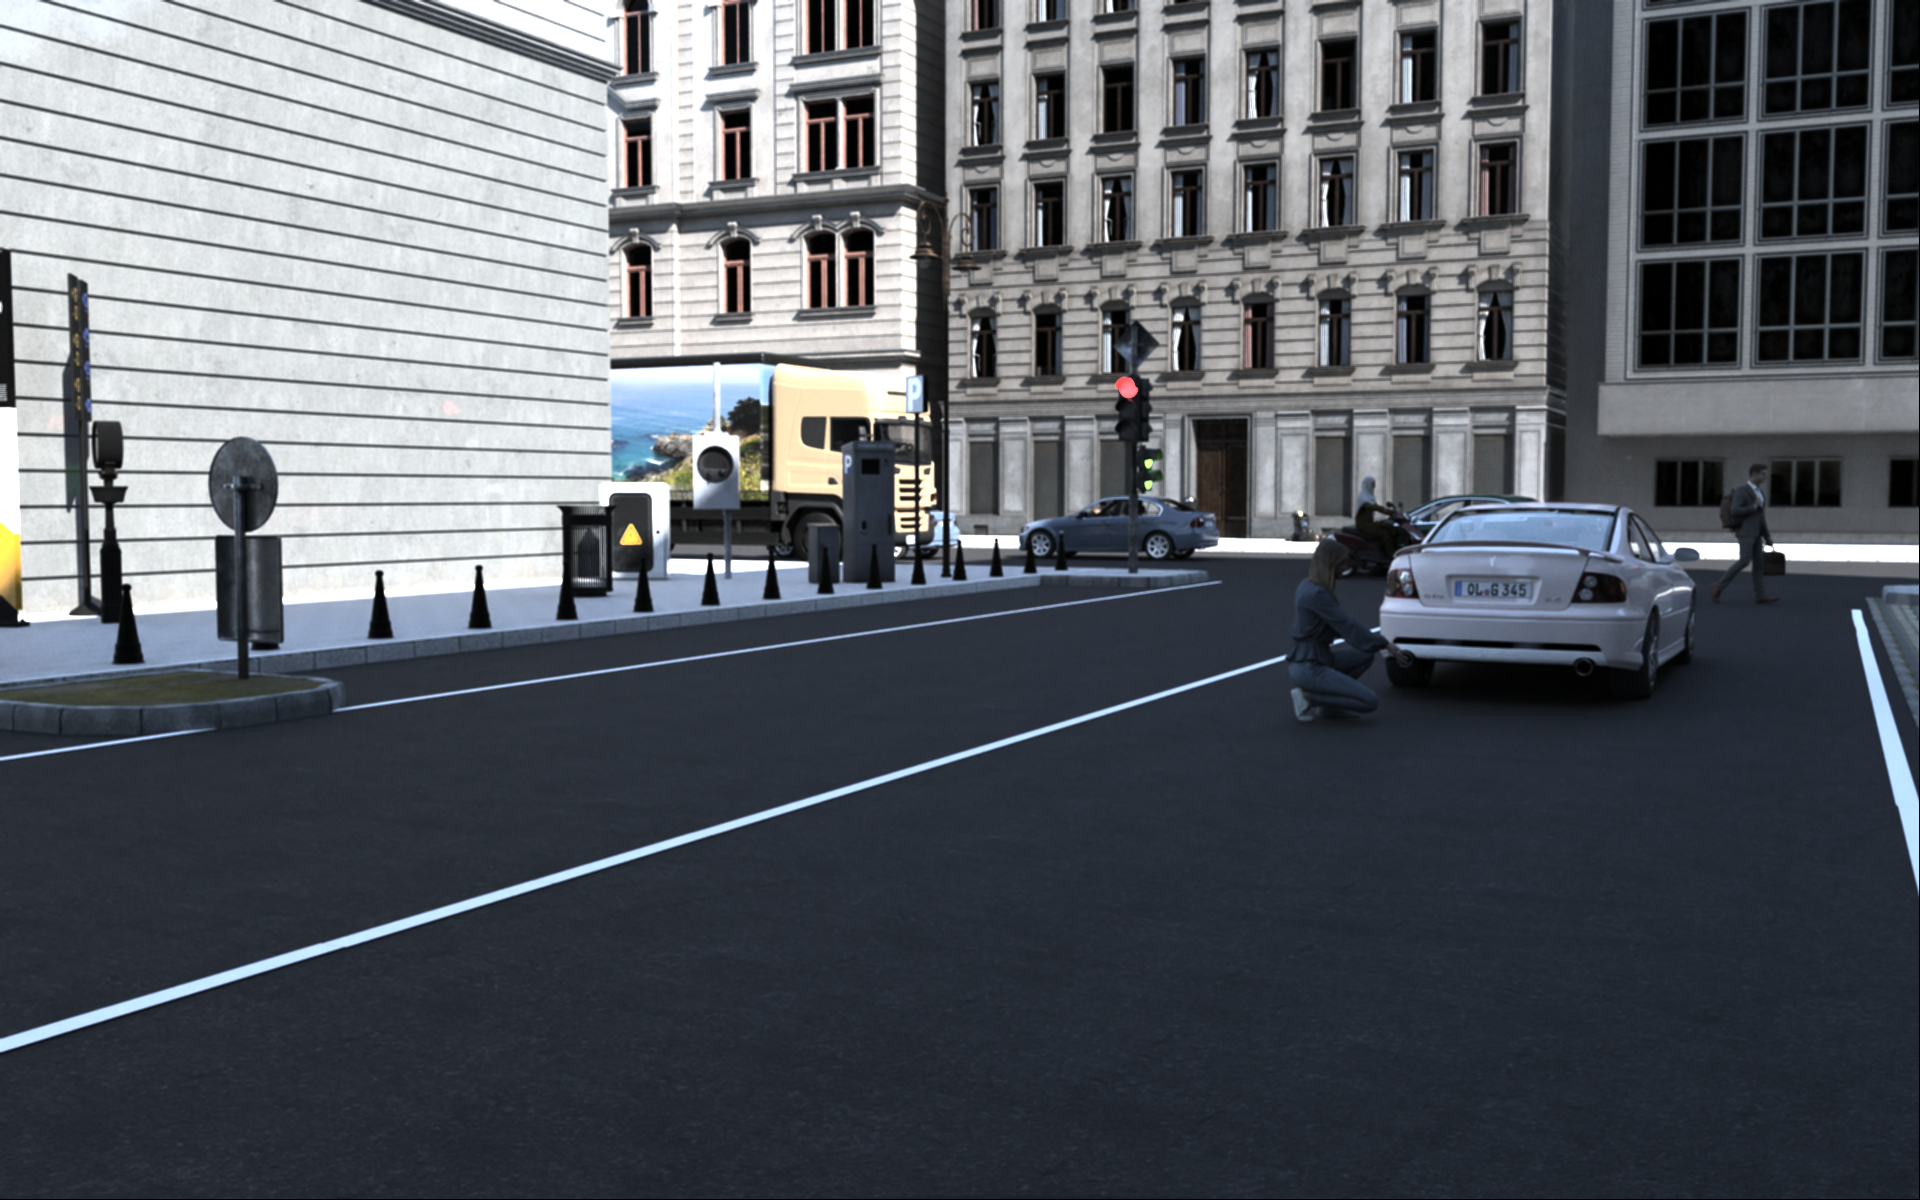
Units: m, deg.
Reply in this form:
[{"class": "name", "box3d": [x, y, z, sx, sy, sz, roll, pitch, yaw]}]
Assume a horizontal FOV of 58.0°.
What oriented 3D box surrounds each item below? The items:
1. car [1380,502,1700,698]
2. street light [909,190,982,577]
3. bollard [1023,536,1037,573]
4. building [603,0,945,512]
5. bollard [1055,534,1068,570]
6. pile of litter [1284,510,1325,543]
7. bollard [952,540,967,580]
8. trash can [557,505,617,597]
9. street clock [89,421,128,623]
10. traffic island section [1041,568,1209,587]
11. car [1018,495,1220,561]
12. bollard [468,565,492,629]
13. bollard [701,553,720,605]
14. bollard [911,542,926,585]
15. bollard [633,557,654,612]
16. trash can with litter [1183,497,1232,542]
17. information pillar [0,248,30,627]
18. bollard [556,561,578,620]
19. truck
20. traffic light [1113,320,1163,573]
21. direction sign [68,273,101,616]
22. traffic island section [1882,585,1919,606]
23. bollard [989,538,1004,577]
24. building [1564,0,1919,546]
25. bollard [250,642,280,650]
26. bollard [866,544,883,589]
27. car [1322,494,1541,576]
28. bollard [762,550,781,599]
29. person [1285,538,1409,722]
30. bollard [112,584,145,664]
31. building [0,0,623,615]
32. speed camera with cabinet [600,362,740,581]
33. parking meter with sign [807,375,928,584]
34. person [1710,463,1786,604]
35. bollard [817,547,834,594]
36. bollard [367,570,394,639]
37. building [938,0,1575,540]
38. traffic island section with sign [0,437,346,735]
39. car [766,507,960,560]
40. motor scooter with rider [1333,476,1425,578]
[{"class": "car", "box3d": [4.700, -0.086, 13.770, 2.083, 1.381, 4.827, 2, 4, 28]}, {"class": "street light", "box3d": [-0.211, -3.293, 26.623, 0.468, 5.910, 1.993, 2, 4, 26]}, {"class": "bollard", "box3d": [1.140, -0.737, 28.098, 0.229, 0.601, 0.229, 0, 3, 0]}, {"class": "building", "box3d": [-8.957, -16.906, 63.795, 23.554, 28.519, 14.401, 2, 4, 26]}, {"class": "bollard", "box3d": [1.711, -0.807, 29.242, 0.229, 0.601, 0.229, 0, 3, 0]}, {"class": "pile of litter", "box3d": [9.341, -1.987, 46.446, 1.176, 0.858, 1.719, 0, 4, -7]}, {"class": "bollard", "box3d": [-0.005, -0.597, 25.802, 0.229, 0.601, 0.229, 0, 3, 0]}, {"class": "trash can", "box3d": [-4.671, -0.616, 21.720, 0.748, 1.137, 0.748, 0, 3, 0]}, {"class": "street clock", "box3d": [-8.460, -0.774, 17.232, 0.358, 2.002, 0.471, -2, 4, -33]}, {"class": "traffic island section", "box3d": [2.795, -0.358, 28.140, 2.009, 0.180, 2.903, 2, 4, 26]}, {"class": "car", "box3d": [3.488, -1.619, 38.481, 4.499, 1.417, 2.014, 2, 4, 26]}, {"class": "bollard", "box3d": [-4.602, -0.033, 16.587, 0.229, 0.601, 0.229, 0, 3, 0]}, {"class": "bollard", "box3d": [-2.888, -0.244, 20.028, 0.229, 0.601, 0.229, 0, 3, 0]}, {"class": "bollard", "box3d": [-0.590, -0.525, 24.627, 0.229, 0.601, 0.229, 0, 3, 0]}, {"class": "bollard", "box3d": [-3.453, -0.174, 18.882, 0.229, 0.601, 0.229, 0, 3, 0]}, {"class": "trash can with litter", "box3d": [6.485, -2.225, 47.437, 1.678, 1.210, 2.233, -2, 4, -35]}, {"class": "information pillar", "box3d": [-9.303, -1.548, 16.673, 0.504, 3.616, 0.183, 1, 4, 11]}, {"class": "bollard", "box3d": [-4.028, -0.103, 17.730, 0.229, 0.601, 0.229, 0, 3, 0]}, {"class": "truck", "box3d": [-5.358, -2.899, 36.318, 11.283, 4.237, 2.839, 2, 4, 26]}, {"class": "traffic light", "box3d": [2.826, -2.389, 27.988, 0.839, 4.253, 0.868, 2, 4, 26]}, {"class": "direction sign", "box3d": [-9.254, -1.607, 18.274, 0.379, 3.537, 0.876, -1, 4, -17]}, {"class": "traffic island section", "box3d": [13.349, -0.037, 22.891, 2.009, 0.180, 2.903, 2, 4, 26]}, {"class": "bollard", "box3d": [0.566, -0.667, 26.946, 0.229, 0.601, 0.229, 0, 3, 0]}, {"class": "building", "box3d": [31.951, -13.752, 43.920, 30.058, 24.678, 14.314, 2, 4, 26]}, {"class": "bollard", "box3d": [-5.743, 0.107, 14.299, 0.229, 0.601, 0.229, 0, 3, 0]}, {"class": "bollard", "box3d": [-1.162, -0.455, 23.481, 0.229, 0.601, 0.229, 0, 3, 0]}, {"class": "car", "box3d": [8.722, -1.129, 30.260, 4.920, 1.459, 2.131, 2, 4, 27]}, {"class": "bollard", "box3d": [-2.304, -0.315, 21.191, 0.229, 0.601, 0.229, 0, 3, 0]}, {"class": "person", "box3d": [2.451, 0.179, 11.077, 0.738, 1.151, 1.012, 1, 4, 10]}, {"class": "bollard", "box3d": [-6.316, 0.178, 13.137, 0.229, 0.601, 0.229, 0, 3, 0]}, {"class": "building", "box3d": [-21.056, -15.333, 28.186, 29.804, 29.767, 11.434, 2, 4, 26]}, {"class": "speed camera with cabinet", "box3d": [-4.332, -1.931, 25.906, 2.038, 3.252, 0.660, 0, 4, -4]}, {"class": "parking meter with sign", "box3d": [-1.350, -1.769, 25.183, 1.738, 3.016, 0.543, -2, 4, -30]}, {"class": "person", "box3d": [10.319, -0.869, 22.665, 0.822, 1.834, 0.622, 3, 5, 44]}, {"class": "bollard", "box3d": [-1.734, -0.385, 22.338, 0.229, 0.601, 0.229, 0, 3, 0]}, {"class": "bollard", "box3d": [-5.172, 0.037, 15.443, 0.229, 0.601, 0.229, 0, 3, 0]}, {"class": "building", "box3d": [9.479, -12.479, 53.188, 18.267, 20.994, 9.793, 2, 4, 26]}, {"class": "traffic island section with sign", "box3d": [-5.204, -0.164, 11.304, 1.989, 1.847, 2.006, 2, 4, 26]}, {"class": "car", "box3d": [-2.228, -1.643, 38.863, 4.499, 1.417, 2.014, 2, 4, 26]}, {"class": "motor scooter with rider", "box3d": [7.127, -1.239, 29.217, 1.986, 1.779, 0.876, 2, 4, 28]}]
